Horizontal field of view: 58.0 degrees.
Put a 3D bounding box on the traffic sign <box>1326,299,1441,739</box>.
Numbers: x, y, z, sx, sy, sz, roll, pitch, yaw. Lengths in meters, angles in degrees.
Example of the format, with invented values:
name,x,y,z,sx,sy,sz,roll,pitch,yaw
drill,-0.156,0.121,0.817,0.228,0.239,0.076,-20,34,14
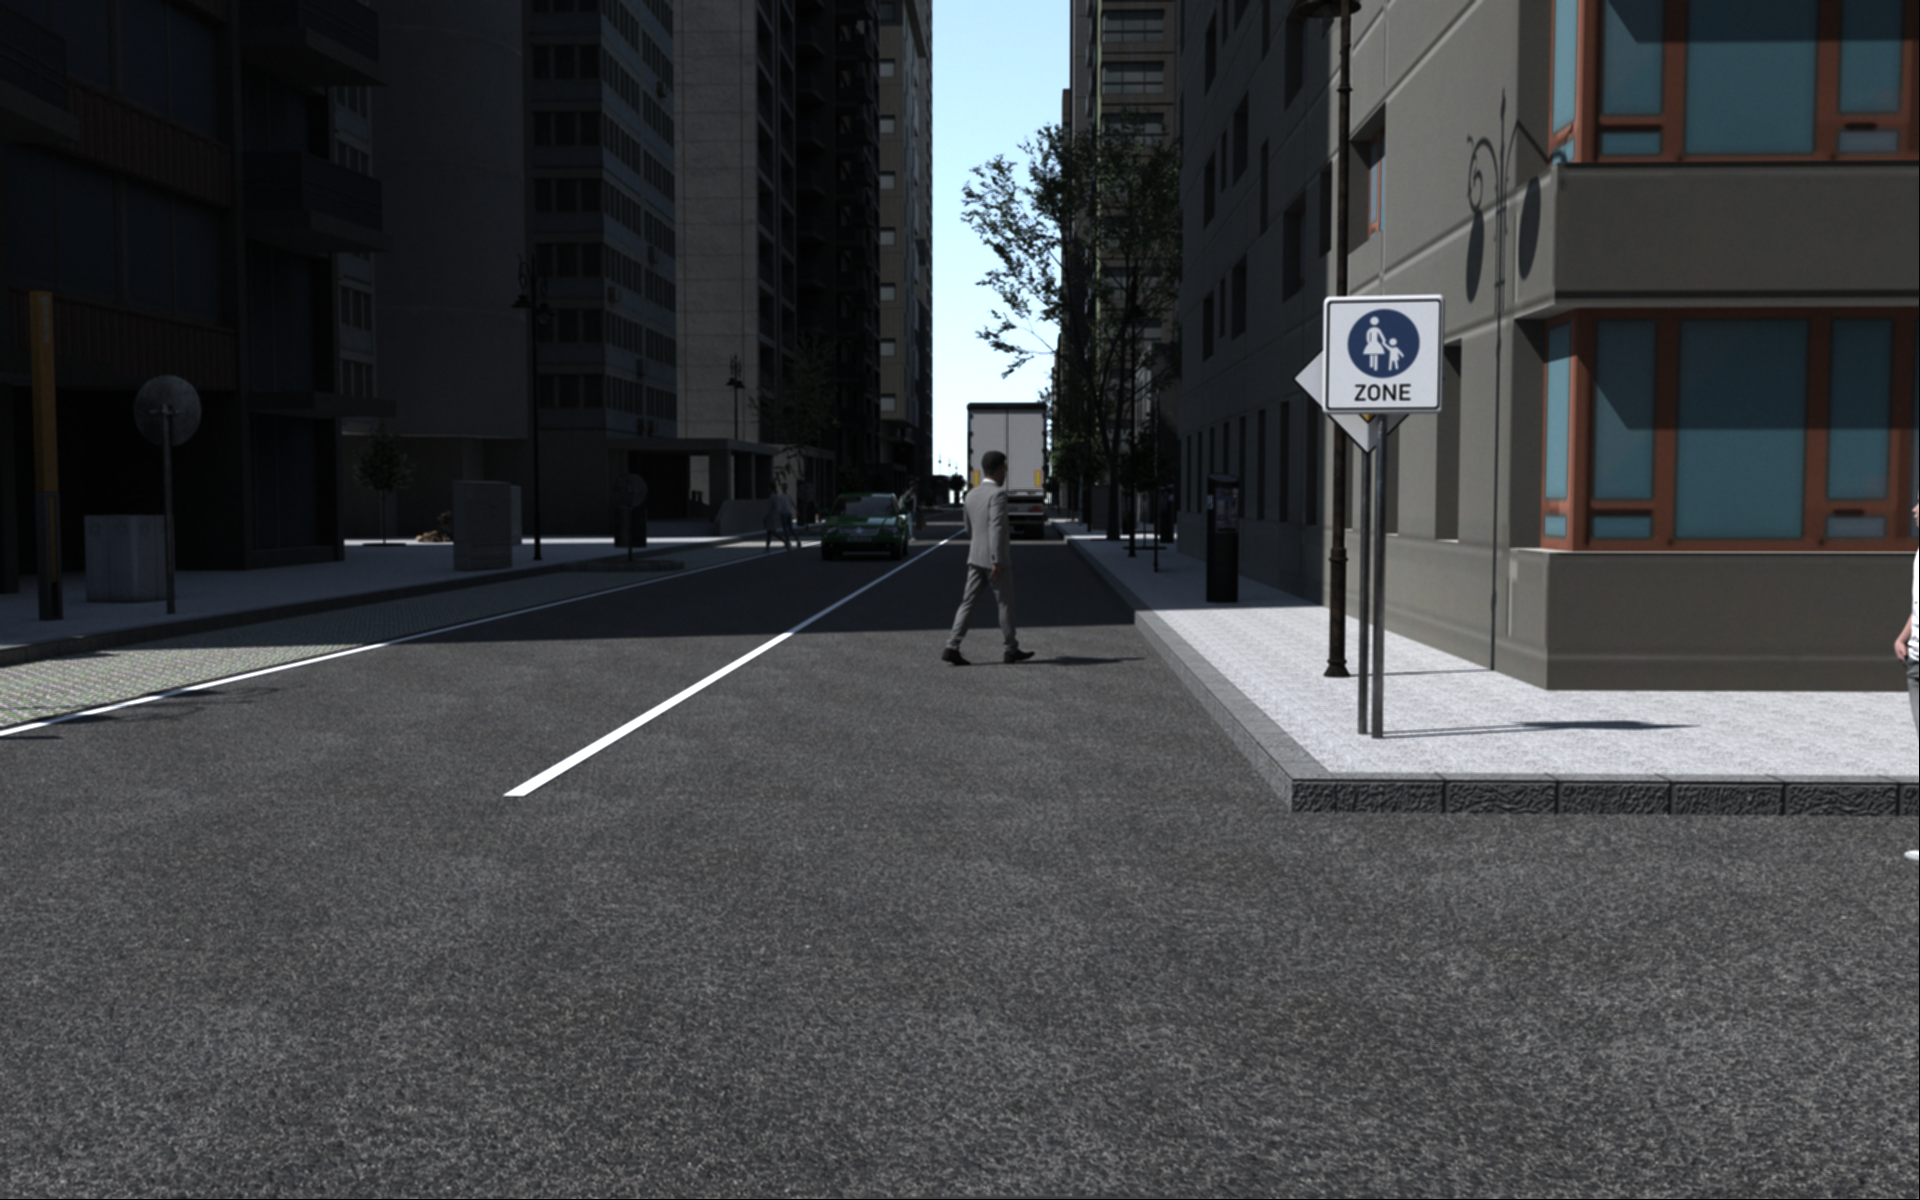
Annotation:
name,x,y,z,sx,sy,sz,roll,pitch,yaw
traffic sign,2.192,-0.422,9.033,0.606,2.300,0.079,1,4,10

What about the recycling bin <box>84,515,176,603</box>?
name,x,y,z,sx,sy,sz,roll,pitch,yaw
recycling bin,-9.951,-0.503,20.772,0.722,1.027,0.722,1,4,14

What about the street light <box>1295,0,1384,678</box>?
name,x,y,z,sx,sy,sz,roll,pitch,yaw
street light,2.654,-2.399,12.016,0.468,5.910,1.993,0,4,2

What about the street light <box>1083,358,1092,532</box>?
name,x,y,z,sx,sy,sz,roll,pitch,yaw
street light,4.394,-5.254,58.693,0.468,5.910,1.993,0,4,2

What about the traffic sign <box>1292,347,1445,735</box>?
name,x,y,z,sx,sy,sz,roll,pitch,yaw
traffic sign,2.150,-0.340,9.195,0.795,2.450,0.064,0,4,2

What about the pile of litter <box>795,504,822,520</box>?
name,x,y,z,sx,sy,sz,roll,pitch,yaw
pile of litter,-7.240,-4.305,84.345,1.719,0.858,1.176,2,4,26

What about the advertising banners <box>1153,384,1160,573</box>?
name,x,y,z,sx,sy,sz,roll,pitch,yaw
advertising banners,3.248,-1.984,28.618,0.090,3.025,2.074,0,4,6

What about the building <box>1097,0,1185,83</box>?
name,x,y,z,sx,sy,sz,roll,pitch,yaw
building,14.258,-25.006,92.450,14.154,41.232,14.086,0,4,2

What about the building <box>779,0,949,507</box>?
name,x,y,z,sx,sy,sz,roll,pitch,yaw
building,-11.872,-48.451,230.423,20.563,71.187,20.611,0,4,2

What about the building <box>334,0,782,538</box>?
name,x,y,z,sx,sy,sz,roll,pitch,yaw
building,-23.062,-22.423,58.491,32.217,40.220,23.993,0,4,2

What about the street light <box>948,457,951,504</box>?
name,x,y,z,sx,sy,sz,roll,pitch,yaw
street light,-1.315,-14.927,216.836,0.468,5.910,1.993,0,4,2

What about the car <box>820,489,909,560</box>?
name,x,y,z,sx,sy,sz,roll,pitch,yaw
car,-2.115,-1.849,39.035,1.959,1.807,4.718,0,4,1

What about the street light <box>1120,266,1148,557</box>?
name,x,y,z,sx,sy,sz,roll,pitch,yaw
street light,3.515,-3.817,35.201,0.468,5.910,1.993,0,4,2

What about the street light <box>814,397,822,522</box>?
name,x,y,z,sx,sy,sz,roll,pitch,yaw
street light,-6.496,-6.567,80.151,0.468,5.910,1.993,0,4,2

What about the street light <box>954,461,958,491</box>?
name,x,y,z,sx,sy,sz,roll,pitch,yaw
street light,-0.500,-16.356,240.213,0.468,5.910,1.993,0,4,2

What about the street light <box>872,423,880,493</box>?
name,x,y,z,sx,sy,sz,roll,pitch,yaw
street light,-5.308,-8.441,110.799,0.468,5.910,1.993,0,4,2

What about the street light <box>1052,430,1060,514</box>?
name,x,y,z,sx,sy,sz,roll,pitch,yaw
street light,6.486,-8.608,113.531,0.468,5.910,1.993,0,4,2

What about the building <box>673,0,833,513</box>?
name,x,y,z,sx,sy,sz,roll,pitch,yaw
building,-15.022,-43.158,143.892,20.563,71.187,20.611,0,4,2

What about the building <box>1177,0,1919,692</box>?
name,x,y,z,sx,sy,sz,roll,pitch,yaw
building,18.787,-10.940,23.904,28.899,21.520,27.650,0,4,2

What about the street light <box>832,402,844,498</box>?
name,x,y,z,sx,sy,sz,roll,pitch,yaw
street light,-6.162,-7.004,87.299,0.468,5.910,1.993,0,4,2

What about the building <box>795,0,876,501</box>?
name,x,y,z,sx,sy,sz,roll,pitch,yaw
building,-17.558,-28.468,120.083,22.147,44.769,28.867,0,4,2

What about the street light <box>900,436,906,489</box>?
name,x,y,z,sx,sy,sz,roll,pitch,yaw
street light,-4.418,-9.859,133.982,0.468,5.910,1.993,0,4,2

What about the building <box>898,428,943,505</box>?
name,x,y,z,sx,sy,sz,roll,pitch,yaw
building,-18.531,-31.643,209.238,32.217,40.220,23.993,0,4,2

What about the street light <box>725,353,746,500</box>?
name,x,y,z,sx,sy,sz,roll,pitch,yaw
street light,-7.357,-5.149,56.966,0.468,5.910,1.993,0,4,2

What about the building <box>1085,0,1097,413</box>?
name,x,y,z,sx,sy,sz,roll,pitch,yaw
building,19.742,-30.280,114.683,23.786,49.044,30.456,0,4,2

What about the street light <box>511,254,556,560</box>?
name,x,y,z,sx,sy,sz,roll,pitch,yaw
street light,-8.211,-3.713,33.495,0.468,5.910,1.993,0,4,2

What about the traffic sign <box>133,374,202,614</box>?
name,x,y,z,sx,sy,sz,roll,pitch,yaw
traffic sign,-8.451,-1.123,18.471,0.768,2.556,0.104,0,4,6

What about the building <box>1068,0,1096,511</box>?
name,x,y,z,sx,sy,sz,roll,pitch,yaw
building,19.589,-36.801,143.699,21.231,58.520,28.212,0,4,2

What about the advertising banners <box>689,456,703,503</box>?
name,x,y,z,sx,sy,sz,roll,pitch,yaw
advertising banners,-11.713,-4.900,76.310,0.090,3.025,2.074,1,4,11

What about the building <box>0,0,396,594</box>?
name,x,y,z,sx,sy,sz,roll,pitch,yaw
building,-21.726,-22.586,23.912,22.147,44.769,28.867,0,4,2

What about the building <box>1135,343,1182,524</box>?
name,x,y,z,sx,sy,sz,roll,pitch,yaw
building,19.130,-46.101,66.425,22.319,86.520,31.000,0,4,2

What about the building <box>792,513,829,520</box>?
name,x,y,z,sx,sy,sz,roll,pitch,yaw
building,-17.600,-40.121,94.223,20.563,71.187,20.611,0,4,2

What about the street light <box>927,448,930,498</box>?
name,x,y,z,sx,sy,sz,roll,pitch,yaw
street light,-3.107,-12.034,169.543,0.468,5.910,1.993,0,4,2

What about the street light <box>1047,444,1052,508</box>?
name,x,y,z,sx,sy,sz,roll,pitch,yaw
street light,7.347,-10.026,136.715,0.468,5.910,1.993,0,4,2

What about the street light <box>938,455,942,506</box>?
name,x,y,z,sx,sy,sz,roll,pitch,yaw
street light,-2.237,-13.509,193.654,0.468,5.910,1.993,0,4,2

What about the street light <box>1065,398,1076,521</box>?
name,x,y,z,sx,sy,sz,roll,pitch,yaw
street light,5.416,-6.735,82.906,0.468,5.910,1.993,0,4,2

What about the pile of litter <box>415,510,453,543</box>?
name,x,y,z,sx,sy,sz,roll,pitch,yaw
pile of litter,-14.034,-1.982,46.375,1.176,0.858,1.719,0,4,5

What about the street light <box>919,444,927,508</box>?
name,x,y,z,sx,sy,sz,roll,pitch,yaw
street light,-3.555,-11.294,157.446,0.468,5.910,1.993,0,4,2
